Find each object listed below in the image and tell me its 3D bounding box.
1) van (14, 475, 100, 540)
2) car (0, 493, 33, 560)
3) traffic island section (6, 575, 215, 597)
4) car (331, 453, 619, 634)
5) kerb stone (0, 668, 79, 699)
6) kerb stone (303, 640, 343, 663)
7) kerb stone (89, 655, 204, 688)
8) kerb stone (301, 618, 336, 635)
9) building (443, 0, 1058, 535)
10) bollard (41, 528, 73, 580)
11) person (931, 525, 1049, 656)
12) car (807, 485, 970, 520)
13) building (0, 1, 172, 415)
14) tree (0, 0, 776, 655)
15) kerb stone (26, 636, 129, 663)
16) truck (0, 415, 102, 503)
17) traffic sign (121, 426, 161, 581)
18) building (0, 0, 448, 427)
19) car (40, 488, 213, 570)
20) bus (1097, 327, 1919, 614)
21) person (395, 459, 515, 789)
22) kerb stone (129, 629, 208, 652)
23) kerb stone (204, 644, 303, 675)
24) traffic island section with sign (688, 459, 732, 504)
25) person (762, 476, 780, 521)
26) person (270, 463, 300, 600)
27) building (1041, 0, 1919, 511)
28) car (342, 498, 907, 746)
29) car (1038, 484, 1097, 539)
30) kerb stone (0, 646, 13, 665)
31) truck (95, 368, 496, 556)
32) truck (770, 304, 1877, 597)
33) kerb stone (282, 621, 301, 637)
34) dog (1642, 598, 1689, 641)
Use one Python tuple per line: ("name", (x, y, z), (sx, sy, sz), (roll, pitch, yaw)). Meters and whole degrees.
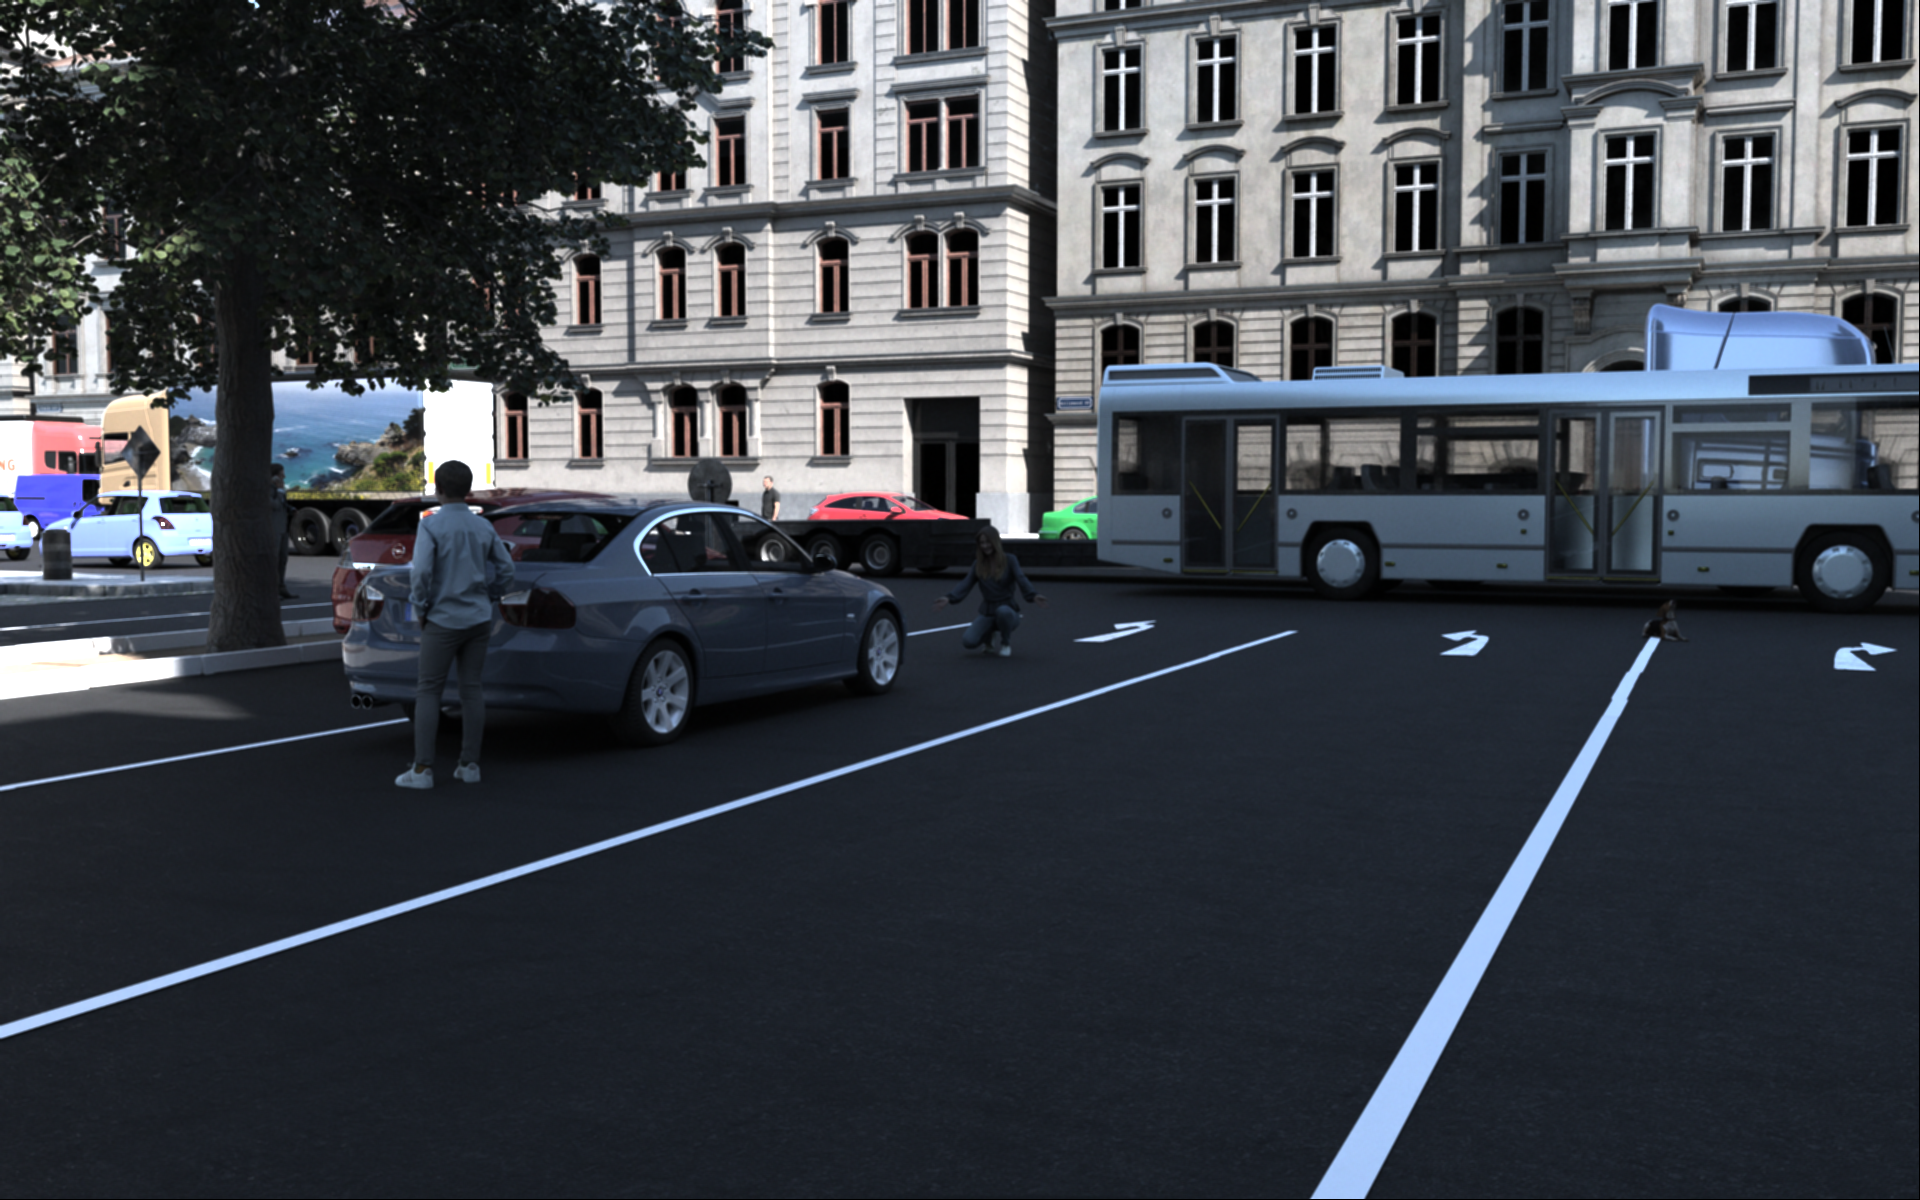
("van", (-26.846, -3.015, 53.675), (5.245, 2.365, 2.240), (2, 4, 26))
("car", (-21.860, -1.697, 37.341), (3.694, 1.707, 1.945), (2, 4, 25))
("traffic island section", (-12.056, -0.197, 25.505), (2.009, 0.180, 2.903), (2, 4, 24))
("car", (-3.671, -0.414, 15.808), (2.155, 1.783, 4.494), (1, 4, 22))
("kerb stone", (-6.681, 0.609, 12.331), (0.120, 0.150, 1.000), (2, 4, 24))
("kerb stone", (-5.420, 0.431, 15.148), (0.120, 0.150, 1.000), (2, 4, 24))
("kerb stone", (-6.265, 0.546, 13.274), (0.120, 0.150, 1.000), (2, 4, 24))
("kerb stone", (-6.478, 0.264, 17.923), (0.120, 0.150, 1.000), (2, 4, 24))
("building", (-6.093, -16.896, 63.638), (23.554, 28.519, 14.401), (2, 4, 24))
("bollard", (-13.524, -0.686, 25.933), (0.404, 0.777, 0.398), (0, 3, 0))
("person", (0.353, -0.083, 15.357), (1.012, 1.151, 0.738), (2, 4, 23))
("car", (-1.722, -2.133, 43.914), (4.494, 1.783, 2.155), (2, 4, 23))
("building", (-47.134, -18.013, 81.898), (23.554, 28.519, 14.401), (2, 4, 24))
("tree", (-6.301, -6.477, 15.004), (9.857, 13.997, 8.962), (0, 3, 0))
("kerb stone", (-7.743, 0.434, 15.107), (0.120, 0.150, 1.000), (2, 4, 24))
("truck", (-34.561, -4.539, 63.120), (11.283, 4.237, 2.839), (1, 4, 23))
("traffic sign", (-12.031, -1.333, 25.433), (0.795, 2.450, 0.064), (2, 4, 24))
("building", (-27.239, -14.414, 71.832), (21.152, 22.565, 11.583), (2, 4, 24))
("car", (-16.307, -1.494, 34.020), (3.694, 1.707, 1.945), (1, 4, 22))
("bus", (8.468, -1.711, 22.830), (13.247, 3.499, 2.948), (2, 4, 25))
("person", (-2.507, 0.104, 8.604), (0.589, 1.601, 0.330), (-3, 4, -37))
("kerb stone", (-7.312, 0.378, 16.039), (0.120, 0.150, 1.000), (2, 4, 24))
("kerb stone", (-5.839, 0.493, 14.208), (0.120, 0.150, 1.000), (2, 4, 24))
("traffic island section with sign", (-3.496, -0.844, 21.944), (2.006, 1.907, 1.989), (2, 4, 24))
("person", (-3.990, -1.667, 35.881), (0.434, 1.807, 0.598), (-2, 4, -25))
("person", (-9.200, -0.929, 23.501), (0.447, 1.846, 0.655), (0, 4, 3))
("building", (20.473, -14.234, 51.808), (34.723, 24.649, 14.460), (2, 4, 24))
("car", (-1.936, 0.041, 11.331), (2.014, 1.417, 4.499), (2, 4, 24))
("car", (4.124, -1.839, 38.865), (4.718, 1.807, 1.959), (2, 4, 24))
("kerb stone", (-8.157, 0.496, 14.168), (0.120, 0.150, 1.000), (2, 4, 24))
("truck", (-16.357, -3.220, 41.567), (11.283, 4.237, 2.839), (2, 4, 25))
("truck", (4.948, -2.330, 27.855), (18.799, 4.110, 2.967), (2, 4, 25))
("kerb stone", (-6.908, 0.319, 16.984), (0.120, 0.150, 1.000), (2, 4, 24))
("dog", (7.056, 0.182, 17.218), (0.550, 0.427, 0.748), (3, 5, 39))
